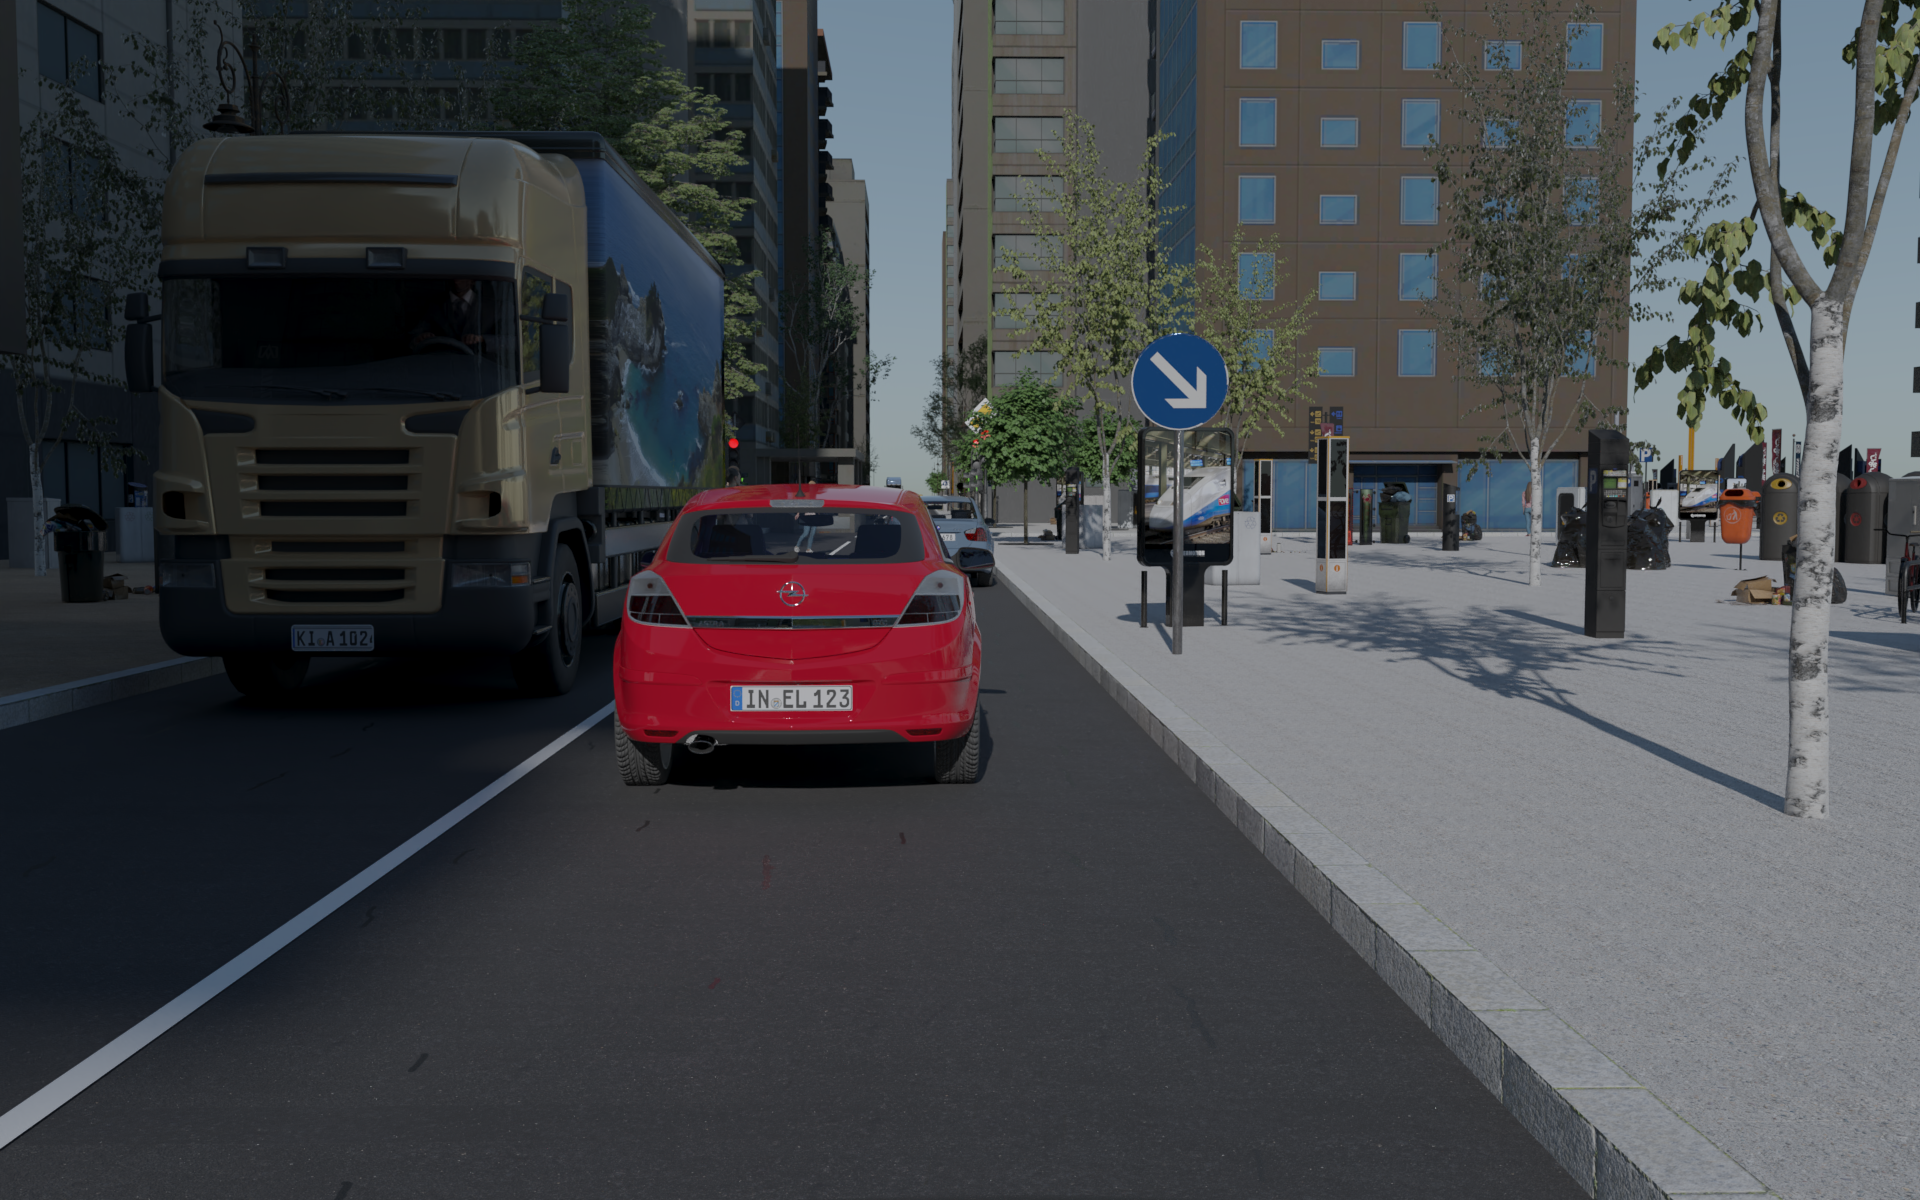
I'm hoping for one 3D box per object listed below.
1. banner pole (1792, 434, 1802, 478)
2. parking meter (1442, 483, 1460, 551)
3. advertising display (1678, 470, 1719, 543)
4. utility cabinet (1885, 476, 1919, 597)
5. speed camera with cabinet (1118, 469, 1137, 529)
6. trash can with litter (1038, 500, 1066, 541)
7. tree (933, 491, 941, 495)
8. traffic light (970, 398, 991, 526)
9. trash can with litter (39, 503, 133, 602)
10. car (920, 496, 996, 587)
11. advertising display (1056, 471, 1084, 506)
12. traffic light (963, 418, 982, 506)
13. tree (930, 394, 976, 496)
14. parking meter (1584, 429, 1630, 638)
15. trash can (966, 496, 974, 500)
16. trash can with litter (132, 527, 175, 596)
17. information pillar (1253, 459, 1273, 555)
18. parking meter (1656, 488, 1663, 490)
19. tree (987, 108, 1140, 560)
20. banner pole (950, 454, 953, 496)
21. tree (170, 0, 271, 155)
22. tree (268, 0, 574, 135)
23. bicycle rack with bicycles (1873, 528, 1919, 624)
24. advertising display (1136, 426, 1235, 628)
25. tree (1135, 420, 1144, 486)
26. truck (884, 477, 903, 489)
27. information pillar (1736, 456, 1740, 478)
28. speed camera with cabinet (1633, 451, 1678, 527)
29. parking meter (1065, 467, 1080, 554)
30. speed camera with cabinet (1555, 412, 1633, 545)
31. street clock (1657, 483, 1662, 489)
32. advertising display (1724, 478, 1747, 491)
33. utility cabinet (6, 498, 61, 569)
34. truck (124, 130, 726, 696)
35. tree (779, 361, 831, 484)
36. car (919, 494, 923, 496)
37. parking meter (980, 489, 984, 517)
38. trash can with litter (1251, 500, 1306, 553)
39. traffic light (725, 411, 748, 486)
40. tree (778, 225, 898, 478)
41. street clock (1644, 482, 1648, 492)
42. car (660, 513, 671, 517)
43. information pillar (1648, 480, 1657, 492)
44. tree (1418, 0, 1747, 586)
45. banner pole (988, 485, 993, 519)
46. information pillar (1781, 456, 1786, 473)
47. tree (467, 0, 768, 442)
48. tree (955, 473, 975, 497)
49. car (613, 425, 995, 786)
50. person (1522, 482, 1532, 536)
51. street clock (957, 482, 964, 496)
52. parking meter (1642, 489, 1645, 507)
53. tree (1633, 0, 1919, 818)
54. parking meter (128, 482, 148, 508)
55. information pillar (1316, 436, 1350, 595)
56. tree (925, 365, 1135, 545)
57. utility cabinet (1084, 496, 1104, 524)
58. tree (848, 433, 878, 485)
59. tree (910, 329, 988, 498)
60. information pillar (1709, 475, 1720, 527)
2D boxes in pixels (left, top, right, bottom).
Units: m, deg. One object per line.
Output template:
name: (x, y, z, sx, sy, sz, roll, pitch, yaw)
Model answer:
banner pole: (34.827, -5.026, 72.195, 0.863, 3.779, 0.401, -3, 4, -37)
parking meter: (11.091, -1.878, 39.108, 0.372, 1.533, 0.369, 0, 3, 0)
advertising display: (19.580, -2.491, 45.940, 0.974, 1.923, 0.123, 1, 4, 18)
utility cabinet: (11.799, -0.769, 21.256, 0.318, 1.500, 1.173, 0, 4, 3)
speed camera with cabinet: (6.511, -4.330, 65.129, 0.660, 3.252, 2.038, 1, 4, 23)
trash can with litter: (2.716, -2.231, 47.860, 1.055, 1.170, 0.624, -2, 4, -25)
tree: (-3.280, -15.088, 241.293, 1.663, 3.219, 1.824, 0, 3, 0)
traffic light: (0.725, -3.773, 50.612, 0.839, 4.253, 0.868, 0, 4, -1)
trash can with litter: (-10.450, -0.574, 20.769, 0.624, 1.170, 1.055, 0, 4, 4)
car: (-0.399, -0.980, 28.028, 2.014, 1.417, 4.499, 0, 4, -2)
advertising display: (3.098, -2.665, 48.793, 0.123, 1.923, 0.974, -3, 5, -43)
traffic light: (0.531, -4.261, 58.595, 0.839, 4.253, 0.868, 0, 4, -1)
tree: (-0.180, -10.672, 124.846, 4.360, 8.622, 3.978, 0, 3, 0)
parking meter: (5.776, -0.597, 15.469, 0.255, 1.863, 0.399, 0, 4, 1)
trash can: (0.762, -6.472, 117.468, 0.748, 1.137, 0.748, 0, 3, 0)
trash can with litter: (-9.947, -0.716, 22.766, 1.678, 1.210, 2.233, 2, 4, 26)
information pillar: (6.400, -1.964, 36.608, 0.304, 2.012, 0.304, -1, 4, -13)
parking meter: (29.327, -3.940, 72.836, 0.372, 1.533, 0.369, 0, 3, 0)
tree: (2.742, -5.056, 33.034, 4.737, 8.622, 4.395, 0, 3, 0)
banner pole: (-0.520, -7.237, 108.347, 0.401, 3.779, 0.863, 0, 4, 6)
tree: (-8.372, -4.319, 20.982, 4.360, 8.622, 3.978, 0, 3, 0)
tree: (-7.533, -4.695, 27.129, 4.360, 8.622, 3.978, 0, 3, 0)
bicycle rack with bicycles: (10.382, -0.233, 17.192, 2.852, 0.926, 2.925, 3, 5, 41)
advertising display: (2.177, -0.704, 16.718, 0.974, 1.923, 0.123, -1, 4, -17)
tree: (5.300, -4.743, 61.259, 4.285, 4.588, 4.351, 0, 3, 0)
truck: (-10.678, -17.804, 280.851, 2.967, 4.110, 18.799, 0, 4, -2)
information pillar: (47.468, -6.993, 105.697, 0.183, 3.616, 0.504, 0, 4, 2)
speed camera with cabinet: (27.328, -4.542, 68.596, 2.038, 3.252, 0.660, 1, 4, 15)
parking meter: (2.410, -1.920, 37.099, 0.255, 1.863, 0.399, 1, 4, 12)
speed camera with cabinet: (15.199, -2.899, 41.730, 0.660, 3.252, 2.038, -1, 4, -15)
street clock: (44.631, -6.496, 110.772, 0.358, 2.002, 0.471, -3, 5, -44)
advertising display: (30.727, -3.879, 68.635, 0.974, 1.923, 0.123, -1, 4, -16)
utility cabinet: (-16.048, -1.155, 30.049, 1.020, 1.237, 0.306, 2, 4, 25)
truck: (-4.008, -1.638, 15.701, 2.839, 4.237, 11.283, 0, 4, -1)
tree: (-9.207, -8.944, 96.595, 4.737, 8.622, 4.395, 0, 3, 0)
car: (-2.893, -5.939, 107.324, 2.015, 1.641, 3.980, 0, 4, -3)
parking meter: (1.262, -5.048, 90.946, 0.372, 1.533, 0.369, 0, 3, 0)
trash can with litter: (6.623, -1.682, 38.565, 1.678, 1.210, 2.233, -1, 4, -10)
traffic light: (-7.577, -4.248, 58.383, 0.839, 4.253, 0.868, 0, 4, -1)
tree: (-10.956, -16.433, 124.575, 12.611, 20.169, 13.585, 0, 3, 0)
street clock: (39.687, -5.851, 100.226, 0.358, 2.002, 0.471, 1, 4, 9)
car: (-11.212, -2.564, 54.282, 4.827, 1.381, 2.083, 0, 4, -1)
information pillar: (35.628, -5.177, 89.138, 0.304, 2.012, 0.304, -2, 4, -26)
tree: (8.105, -4.491, 23.796, 4.360, 8.622, 3.978, 0, 3, 0)
banner pole: (1.267, -4.966, 71.207, 0.401, 3.779, 0.863, -1, 4, -16)
information pillar: (51.281, -7.143, 108.135, 0.183, 3.616, 0.504, -3, 4, -39)
tree: (-8.413, -7.441, 39.782, 7.486, 12.596, 7.792, 0, 3, 0)
tree: (0.116, -8.651, 136.044, 1.663, 3.219, 1.824, 0, 3, 0)
car: (-0.844, -0.060, 10.022, 2.155, 1.783, 4.494, 0, 4, -2)
person: (17.804, -2.782, 53.996, 0.555, 1.821, 0.388, 2, 4, 32)
street clock: (0.040, -6.237, 106.552, 0.471, 2.002, 0.358, 0, 4, 6)
parking meter: (33.912, -4.762, 86.271, 0.372, 1.533, 0.369, 0, 3, 0)
tree: (3.609, -3.448, 6.741, 4.737, 8.622, 4.395, 0, 3, 0)
parking meter: (-17.207, -1.705, 36.280, 0.372, 1.533, 0.369, 0, 3, 0)
information pillar: (4.766, -1.081, 22.173, 0.304, 2.012, 0.304, -1, 4, -17)
tree: (1.758, -3.677, 43.841, 4.285, 4.588, 4.351, 0, 3, 0)
utility cabinet: (5.668, -3.826, 73.721, 1.020, 1.237, 0.306, 0, 4, 4)
tree: (-11.839, -15.811, 208.866, 4.360, 8.622, 3.978, 0, 3, 0)
tree: (0.783, -9.974, 97.482, 7.601, 10.594, 8.767, -1, 4, -10)
information pillar: (29.190, -3.825, 67.034, 0.304, 2.012, 0.304, 1, 4, 11)
